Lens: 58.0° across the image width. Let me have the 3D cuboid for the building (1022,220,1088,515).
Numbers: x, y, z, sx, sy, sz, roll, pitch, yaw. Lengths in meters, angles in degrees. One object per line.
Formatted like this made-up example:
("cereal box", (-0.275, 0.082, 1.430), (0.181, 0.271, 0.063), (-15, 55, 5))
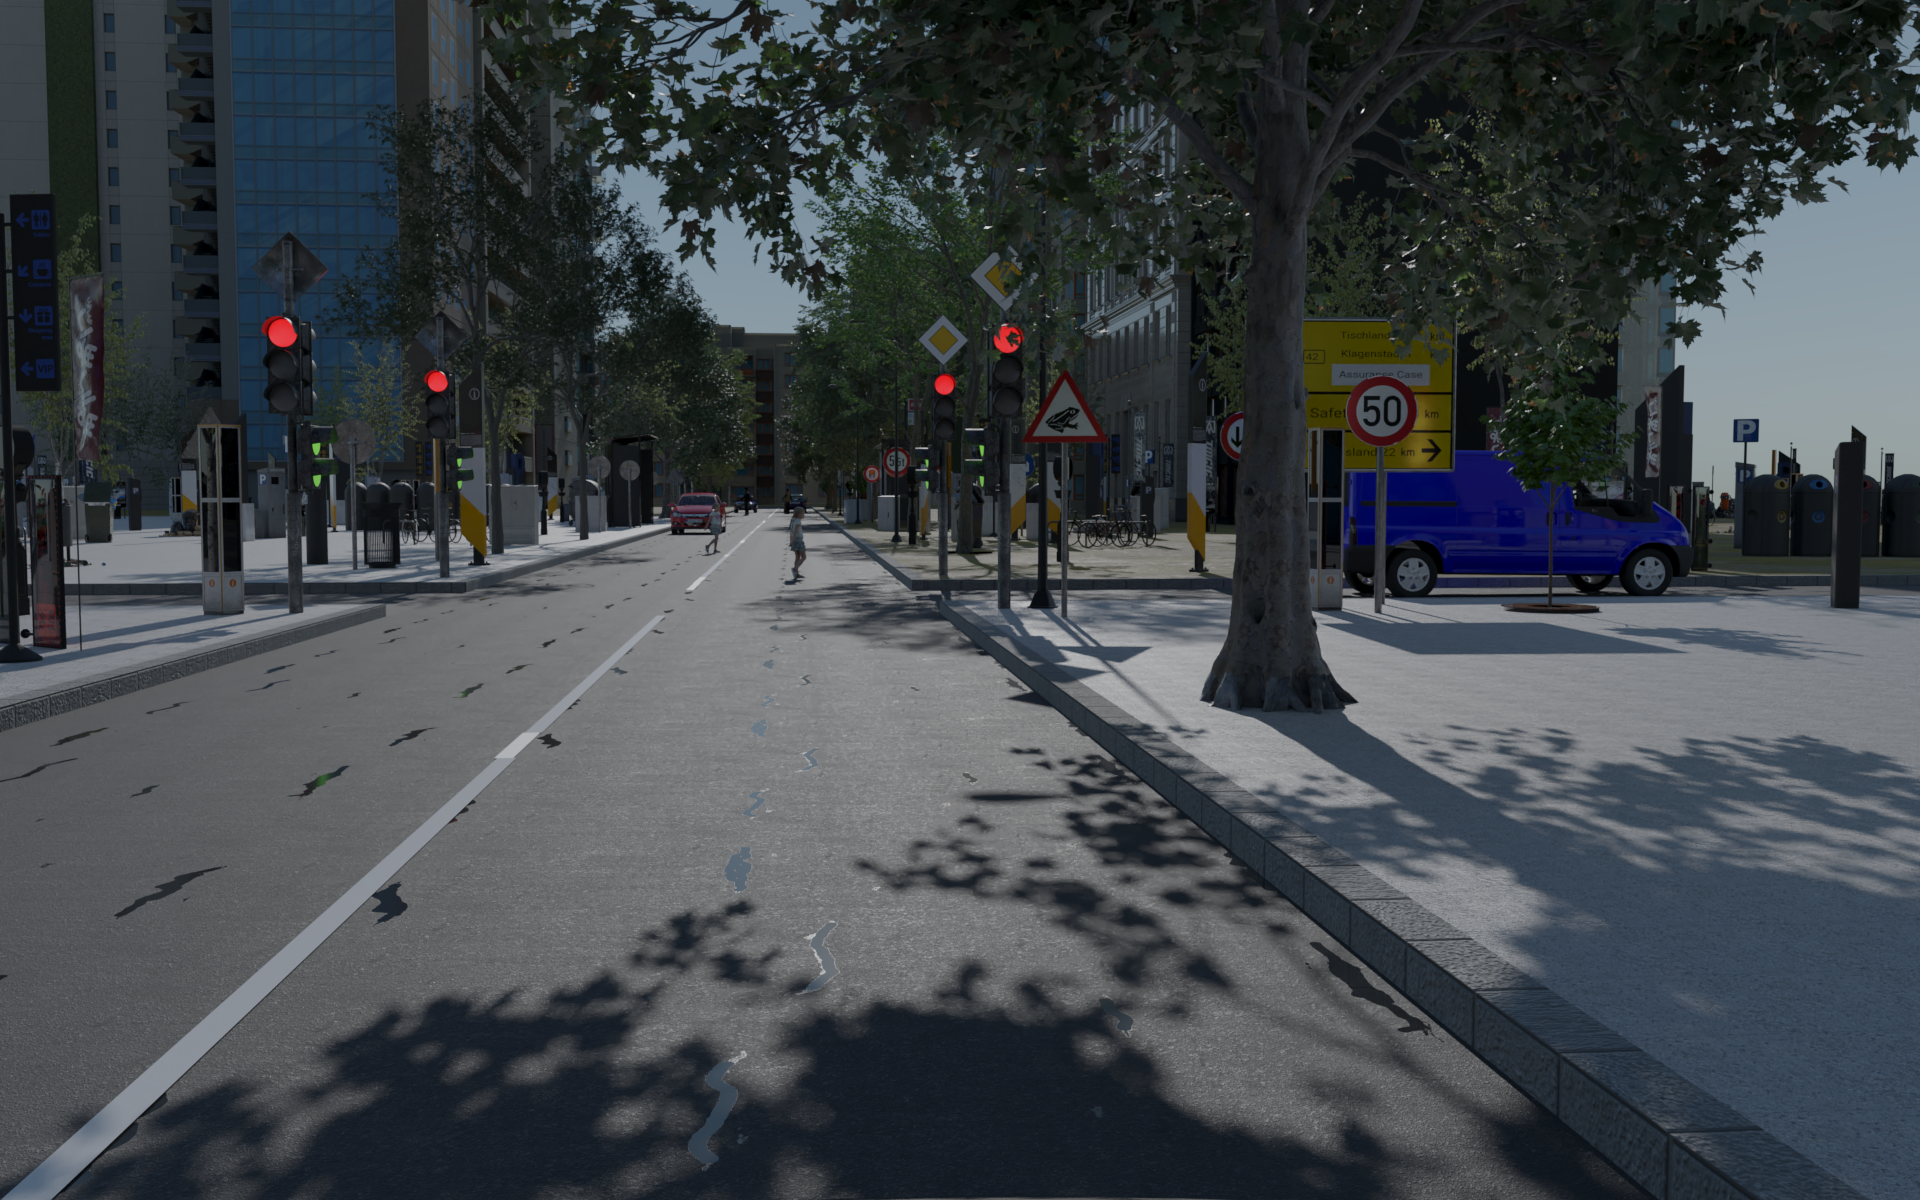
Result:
("building", (19.291, -17.029, 123.456), (27.650, 21.520, 28.899), (0, 4, -5))

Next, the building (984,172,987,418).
("building", (8.964, -29.042, 158.424), (14.154, 41.232, 14.086), (0, 4, -5))

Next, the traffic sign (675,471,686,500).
("traffic sign", (-13.909, -5.156, 85.489), (0.795, 2.450, 0.064), (0, 4, -1))

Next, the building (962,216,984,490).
("building", (12.021, -32.171, 217.872), (23.993, 40.220, 32.217), (0, 4, -5))

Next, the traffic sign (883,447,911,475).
("traffic sign", (-1.711, -2.870, 47.034), (0.768, 2.556, 0.104), (0, 4, -1))

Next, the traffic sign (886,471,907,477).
("traffic sign", (-1.908, -3.204, 52.484), (0.768, 2.556, 0.104), (0, 4, 1))

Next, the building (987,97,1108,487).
("building", (9.913, -30.215, 144.124), (14.600, 45.320, 14.200), (0, 4, -5))

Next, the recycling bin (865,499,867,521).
("recycling bin", (-4.822, -4.229, 81.697), (0.722, 1.027, 0.722), (1, 4, 21))

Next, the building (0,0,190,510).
("building", (-70.932, -37.019, 147.256), (28.212, 58.520, 21.231), (0, 4, -5))

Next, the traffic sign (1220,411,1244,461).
("traffic sign", (4.385, -1.632, 26.787), (0.768, 2.556, 0.104), (0, 4, -5))

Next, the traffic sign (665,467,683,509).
("traffic sign", (-13.902, -5.147, 84.164), (0.884, 2.594, 0.081), (0, 4, -5))

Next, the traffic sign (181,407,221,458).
("traffic sign", (-11.205, -1.585, 25.916), (0.884, 2.594, 0.081), (0, 4, -3))

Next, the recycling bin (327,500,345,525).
("recycling bin", (-25.783, -3.615, 71.658), (0.722, 1.027, 0.722), (-2, 4, -24))

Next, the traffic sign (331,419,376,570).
("traffic sign", (-10.275, -1.788, 29.343), (0.768, 2.556, 0.104), (0, 4, 1))

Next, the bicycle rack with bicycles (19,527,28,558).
("bicycle rack with bicycles", (-20.061, -1.308, 34.771), (2.852, 0.926, 2.925), (-3, 4, -38))

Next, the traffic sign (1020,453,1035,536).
("traffic sign", (1.891, -3.230, 52.924), (0.768, 2.556, 0.104), (0, 4, -5))

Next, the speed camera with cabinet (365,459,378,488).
("speed camera with cabinet", (-29.533, -5.685, 87.279), (0.660, 3.252, 2.038), (-2, 4, -24))

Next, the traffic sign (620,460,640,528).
("traffic sign", (-12.400, -3.970, 65.021), (0.768, 2.556, 0.104), (0, 4, 3))

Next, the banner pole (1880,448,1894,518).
("banner pole", (49.818, -6.312, 93.218), (0.401, 3.779, 0.863), (-3, 5, -41))

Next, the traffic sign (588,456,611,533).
("traffic sign", (-11.948, -3.503, 57.381), (0.768, 2.556, 0.104), (0, 4, 4))

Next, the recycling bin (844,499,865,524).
("recycling bin", (-4.615, -3.813, 74.894), (0.722, 1.027, 0.722), (-1, 4, -12))

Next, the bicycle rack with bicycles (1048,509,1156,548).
("bicycle rack with bicycles", (3.559, -1.775, 42.412), (2.925, 0.926, 2.852), (-2, 4, -27))

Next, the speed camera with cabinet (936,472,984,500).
("speed camera with cabinet", (0.019, -4.786, 72.582), (2.038, 3.252, 0.660), (-2, 4, -27))

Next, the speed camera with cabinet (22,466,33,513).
("speed camera with cabinet", (-31.601, -3.854, 57.341), (2.038, 3.252, 0.660), (2, 4, 26))

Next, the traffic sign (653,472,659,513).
("traffic sign", (-17.451, -6.008, 98.338), (0.768, 2.556, 0.104), (0, 4, -2))

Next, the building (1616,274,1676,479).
("building", (48.018, -32.881, 157.218), (30.456, 49.044, 23.786), (0, 4, -5))

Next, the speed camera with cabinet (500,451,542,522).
("speed camera with cabinet", (-20.159, -5.188, 79.162), (2.038, 3.252, 0.660), (-2, 4, -26))

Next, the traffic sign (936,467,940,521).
("traffic sign", (-1.032, -5.027, 82.188), (0.884, 2.594, 0.081), (0, 4, 1))

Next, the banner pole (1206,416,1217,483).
("banner pole", (6.881, -3.599, 48.861), (0.863, 3.779, 0.401), (2, 4, 34))

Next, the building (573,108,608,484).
("building", (-57.448, -35.884, 206.309), (30.456, 49.044, 23.786), (0, 4, -5))

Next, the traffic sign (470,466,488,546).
("traffic sign", (-12.008, -2.597, 42.470), (0.884, 2.594, 0.081), (0, 4, -4))

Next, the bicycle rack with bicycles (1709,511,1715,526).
("bicycle rack with bicycles", (28.272, -3.359, 68.296), (2.925, 0.926, 2.852), (3, 5, 40))

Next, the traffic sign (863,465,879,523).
("traffic sign", (-3.901, -4.698, 76.914), (0.768, 2.556, 0.104), (0, 3, 0))

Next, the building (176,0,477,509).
("building", (-38.145, -27.908, 106.411), (14.600, 45.320, 14.200), (0, 4, -5))

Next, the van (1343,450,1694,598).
("van", (7.657, -1.231, 24.518), (5.245, 2.365, 2.240), (0, 4, -7))

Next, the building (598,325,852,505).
("building", (-28.139, -22.469, 212.411), (28.899, 21.520, 27.650), (0, 4, -5))

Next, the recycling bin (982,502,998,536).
("recycling bin", (0.776, -2.519, 53.739), (0.722, 1.027, 0.722), (-2, 4, -26))

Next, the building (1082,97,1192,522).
("building", (14.250, -17.936, 90.520), (12.463, 27.353, 25.104), (0, 4, -5))

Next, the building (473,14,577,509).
("building", (-45.383, -32.179, 149.825), (21.600, 48.544, 21.300), (0, 4, -5))

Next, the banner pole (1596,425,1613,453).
("banner pole", (21.461, -4.143, 57.753), (0.863, 3.779, 0.401), (1, 4, 17))

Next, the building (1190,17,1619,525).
("building", (17.242, -14.723, 70.403), (12.332, 23.373, 15.834), (0, 4, -5))

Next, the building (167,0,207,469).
("building", (-43.200, -30.612, 124.200), (21.300, 48.544, 21.600), (0, 4, -5))

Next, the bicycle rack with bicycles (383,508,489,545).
("bicycle rack with bicycles", (-13.713, -1.940, 45.104), (2.852, 0.926, 2.925), (-3, 5, -41))

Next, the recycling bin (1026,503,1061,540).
("recycling bin", (2.334, -2.188, 48.327), (0.722, 1.027, 0.722), (-3, 5, -41))

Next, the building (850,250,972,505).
("building", (-6.057, -26.631, 207.118), (14.107, 30.474, 14.160), (0, 4, -5))

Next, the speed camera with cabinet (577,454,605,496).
("speed camera with cabinet", (-17.960, -5.561, 85.266), (0.660, 3.252, 2.038), (2, 4, 28))

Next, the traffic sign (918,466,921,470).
("traffic sign", (-1.523, -4.643, 76.017), (0.768, 2.556, 0.104), (0, 4, -5))

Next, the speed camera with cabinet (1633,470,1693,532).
("speed camera with cabinet", (24.109, -3.972, 59.281), (2.038, 3.252, 0.660), (-1, 4, -11))

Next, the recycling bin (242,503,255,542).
("recycling bin", (-19.576, -2.099, 46.866), (0.722, 1.027, 0.722), (0, 4, -2))
